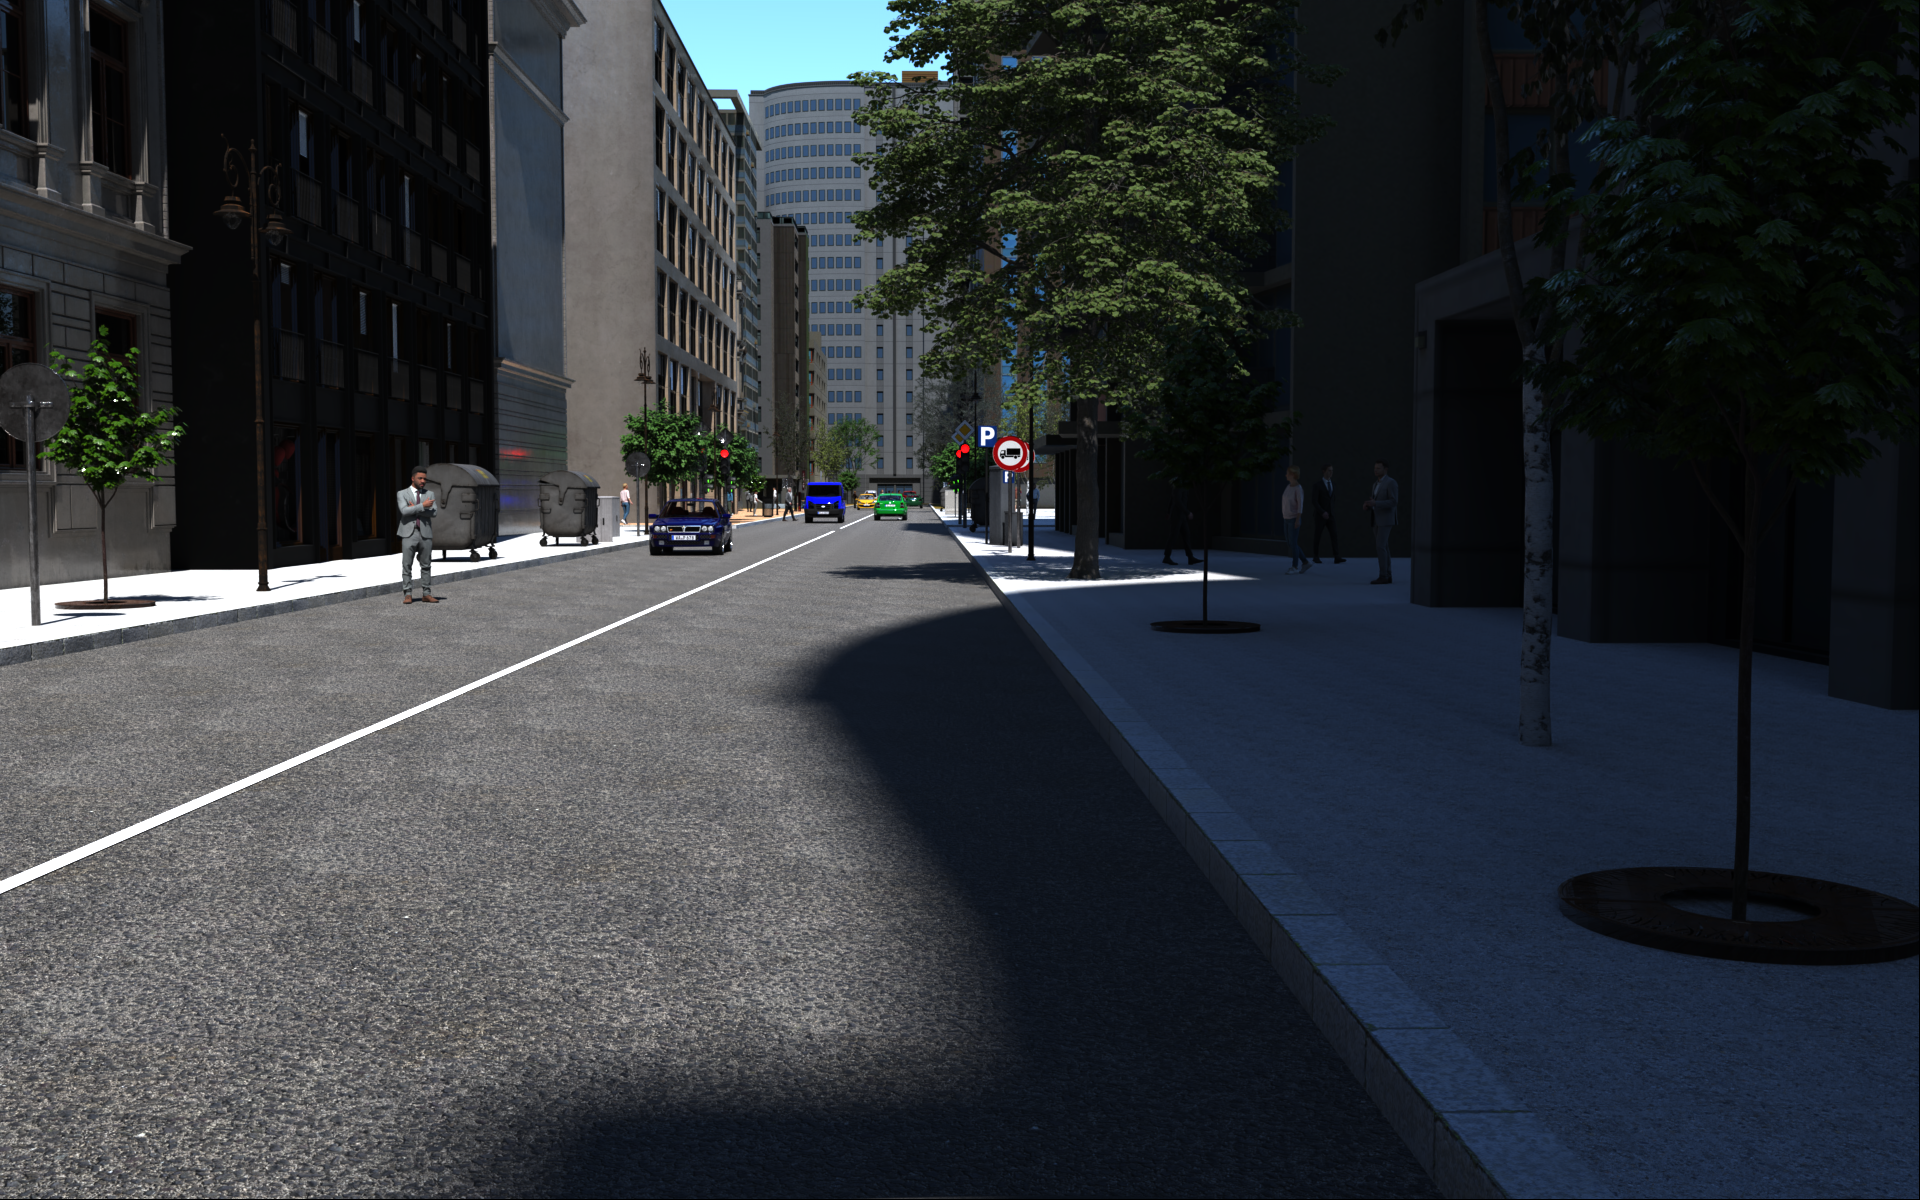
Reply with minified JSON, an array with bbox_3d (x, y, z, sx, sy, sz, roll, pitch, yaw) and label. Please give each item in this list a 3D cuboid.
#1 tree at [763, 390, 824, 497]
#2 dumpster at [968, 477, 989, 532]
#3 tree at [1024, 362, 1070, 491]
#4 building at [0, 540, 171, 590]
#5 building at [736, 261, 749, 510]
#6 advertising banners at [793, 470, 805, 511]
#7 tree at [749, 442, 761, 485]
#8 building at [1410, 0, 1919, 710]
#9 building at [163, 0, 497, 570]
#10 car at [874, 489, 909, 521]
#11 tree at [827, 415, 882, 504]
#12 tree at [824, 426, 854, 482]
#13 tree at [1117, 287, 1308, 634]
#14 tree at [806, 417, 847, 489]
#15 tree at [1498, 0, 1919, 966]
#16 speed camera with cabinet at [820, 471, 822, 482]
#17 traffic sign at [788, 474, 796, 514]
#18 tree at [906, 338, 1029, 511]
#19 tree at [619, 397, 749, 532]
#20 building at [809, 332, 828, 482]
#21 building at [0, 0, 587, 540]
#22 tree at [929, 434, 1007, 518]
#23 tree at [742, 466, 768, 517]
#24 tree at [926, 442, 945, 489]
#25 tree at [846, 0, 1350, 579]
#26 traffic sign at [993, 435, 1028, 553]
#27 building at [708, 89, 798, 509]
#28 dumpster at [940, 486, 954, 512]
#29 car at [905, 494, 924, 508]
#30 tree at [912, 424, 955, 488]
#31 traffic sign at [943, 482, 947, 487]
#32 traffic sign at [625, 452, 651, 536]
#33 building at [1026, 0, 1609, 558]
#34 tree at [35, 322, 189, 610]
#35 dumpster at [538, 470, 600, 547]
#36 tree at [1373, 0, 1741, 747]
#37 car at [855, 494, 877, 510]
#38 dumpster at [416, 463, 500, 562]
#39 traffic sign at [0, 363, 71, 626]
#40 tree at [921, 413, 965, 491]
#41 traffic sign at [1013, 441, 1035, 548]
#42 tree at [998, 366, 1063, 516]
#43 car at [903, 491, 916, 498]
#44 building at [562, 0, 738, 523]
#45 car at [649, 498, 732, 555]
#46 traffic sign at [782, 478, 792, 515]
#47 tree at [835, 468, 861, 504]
[{"bbox_3d":[-11.869,-10.487,121.831,4.360,8.622,3.978,0,3,0],"label":"tree"},{"bbox_3d":[0.935,-3.233,58.619,1.264,1.857,1.865,0,4,-1],"label":"dumpster"},{"bbox_3d":[5.682,-8.762,93.623,4.360,8.622,3.978,0,3,0],"label":"tree"},{"bbox_3d":[-17.700,-11.119,17.950,11.583,22.565,21.152,0,4,-1],"label":"building"},{"bbox_3d":[-22.899,-18.825,126.871,14.460,24.649,34.723,0,4,-1],"label":"building"},{"bbox_3d":[-11.891,-8.078,128.256,0.090,3.025,2.074,-2,4,-29],"label":"advertising banners"},{"bbox_3d":[-10.713,-5.761,77.908,4.285,4.588,4.351,0,3,0],"label":"tree"},{"bbox_3d":[15.732,-34.857,8.165,20.563,71.187,20.611,0,4,-1],"label":"building"},{"bbox_3d":[-18.042,-12.642,36.381,12.332,23.373,15.834,0,4,-1],"label":"building"},{"bbox_3d":[-3.786,-5.280,95.120,1.959,1.807,4.718,0,4,-1],"label":"car"},{"bbox_3d":[-13.969,-18.326,225.392,9.928,11.665,9.643,0,3,0],"label":"tree"},{"bbox_3d":[-13.619,-14.453,186.672,4.360,8.622,3.978,0,3,0],"label":"tree"},{"bbox_3d":[2.204,-1.323,16.235,1.663,3.219,1.824,0,3,0],"label":"tree"},{"bbox_3d":[-12.505,-13.056,163.834,4.737,8.622,4.395,0,3,0],"label":"tree"},{"bbox_3d":[2.485,-0.644,5.131,1.663,3.219,1.824,0,3,0],"label":"tree"},{"bbox_3d":[-11.812,-9.386,147.789,0.660,3.252,2.038,0,4,7],"label":"speed camera with cabinet"},{"bbox_3d":[-11.173,-6.950,113.630,0.884,2.594,0.081,0,4,8],"label":"traffic sign"},{"bbox_3d":[0.233,-13.722,134.729,12.009,13.543,11.850,0,3,0],"label":"tree"},{"bbox_3d":[-10.006,-4.570,58.438,4.285,4.588,4.351,0,3,0],"label":"tree"},{"bbox_3d":[-31.035,-22.120,206.703,28.899,21.520,27.650,0,4,-1],"label":"building"},{"bbox_3d":[-23.698,-13.448,56.026,21.152,22.565,11.583,0,4,-1],"label":"building"},{"bbox_3d":[0.054,-6.786,94.668,4.285,4.588,4.351,0,3,0],"label":"tree"},{"bbox_3d":[-11.870,-6.360,98.594,1.663,3.219,1.824,0,3,0],"label":"tree"},{"bbox_3d":[-2.203,-16.167,214.695,4.737,8.622,4.395,0,3,0],"label":"tree"},{"bbox_3d":[1.931,-6.626,26.467,7.486,12.596,7.792,0,3,0],"label":"tree"},{"bbox_3d":[1.092,-2.300,37.706,0.768,2.556,0.104,0,4,0],"label":"traffic sign"},{"bbox_3d":[-31.542,-28.598,159.454,32.217,40.220,23.993,0,4,-1],"label":"building"},{"bbox_3d":[-0.860,-7.414,126.976,1.264,1.857,1.865,0,4,-1],"label":"dumpster"},{"bbox_3d":[-4.659,-9.903,173.715,2.131,1.459,4.920,0,4,-2],"label":"car"},{"bbox_3d":[-2.190,-17.845,226.173,8.767,10.594,7.601,0,4,6],"label":"tree"},{"bbox_3d":[-1.092,-8.567,142.208,0.606,2.300,0.079,0,4,6],"label":"traffic sign"},{"bbox_3d":[-9.738,-3.196,52.361,0.768,2.556,0.104,0,4,2],"label":"traffic sign"},{"bbox_3d":[13.236,-24.013,47.240,22.147,44.769,28.867,0,4,-1],"label":"building"},{"bbox_3d":[-9.589,-1.532,19.642,1.663,3.219,1.824,0,3,0],"label":"tree"},{"bbox_3d":[-9.692,-2.272,42.903,1.264,1.857,1.865,0,4,-1],"label":"dumpster"},{"bbox_3d":[2.990,-3.548,8.380,4.360,8.622,3.978,0,3,0],"label":"tree"},{"bbox_3d":[-8.387,-8.899,155.728,2.015,1.641,3.980,0,4,-3],"label":"car"},{"bbox_3d":[-9.642,-1.677,33.179,1.264,1.857,1.865,0,4,-1],"label":"dumpster"},{"bbox_3d":[-9.020,-1.023,16.832,0.768,2.556,0.104,0,4,1],"label":"traffic sign"},{"bbox_3d":[-1.157,-12.401,153.125,4.360,8.622,3.978,0,3,0],"label":"tree"},{"bbox_3d":[1.394,-2.502,41.018,0.768,2.556,0.104,0,4,3],"label":"traffic sign"},{"bbox_3d":[3.947,-9.160,100.122,4.737,8.622,4.395,0,3,0],"label":"tree"},{"bbox_3d":[-5.992,-12.066,205.952,2.281,1.827,5.304,0,4,-1],"label":"car"},{"bbox_3d":[-23.347,-17.609,92.425,19.350,26.468,34.151,0,4,-1],"label":"building"},{"bbox_3d":[-6.481,-1.790,41.855,1.945,1.354,3.894,0,4,-3],"label":"car"},{"bbox_3d":[-10.829,-6.504,108.476,0.606,2.300,0.079,0,4,3],"label":"traffic sign"},{"bbox_3d":[-14.021,-14.113,214.454,4.285,4.588,4.351,0,3,0],"label":"tree"}]
